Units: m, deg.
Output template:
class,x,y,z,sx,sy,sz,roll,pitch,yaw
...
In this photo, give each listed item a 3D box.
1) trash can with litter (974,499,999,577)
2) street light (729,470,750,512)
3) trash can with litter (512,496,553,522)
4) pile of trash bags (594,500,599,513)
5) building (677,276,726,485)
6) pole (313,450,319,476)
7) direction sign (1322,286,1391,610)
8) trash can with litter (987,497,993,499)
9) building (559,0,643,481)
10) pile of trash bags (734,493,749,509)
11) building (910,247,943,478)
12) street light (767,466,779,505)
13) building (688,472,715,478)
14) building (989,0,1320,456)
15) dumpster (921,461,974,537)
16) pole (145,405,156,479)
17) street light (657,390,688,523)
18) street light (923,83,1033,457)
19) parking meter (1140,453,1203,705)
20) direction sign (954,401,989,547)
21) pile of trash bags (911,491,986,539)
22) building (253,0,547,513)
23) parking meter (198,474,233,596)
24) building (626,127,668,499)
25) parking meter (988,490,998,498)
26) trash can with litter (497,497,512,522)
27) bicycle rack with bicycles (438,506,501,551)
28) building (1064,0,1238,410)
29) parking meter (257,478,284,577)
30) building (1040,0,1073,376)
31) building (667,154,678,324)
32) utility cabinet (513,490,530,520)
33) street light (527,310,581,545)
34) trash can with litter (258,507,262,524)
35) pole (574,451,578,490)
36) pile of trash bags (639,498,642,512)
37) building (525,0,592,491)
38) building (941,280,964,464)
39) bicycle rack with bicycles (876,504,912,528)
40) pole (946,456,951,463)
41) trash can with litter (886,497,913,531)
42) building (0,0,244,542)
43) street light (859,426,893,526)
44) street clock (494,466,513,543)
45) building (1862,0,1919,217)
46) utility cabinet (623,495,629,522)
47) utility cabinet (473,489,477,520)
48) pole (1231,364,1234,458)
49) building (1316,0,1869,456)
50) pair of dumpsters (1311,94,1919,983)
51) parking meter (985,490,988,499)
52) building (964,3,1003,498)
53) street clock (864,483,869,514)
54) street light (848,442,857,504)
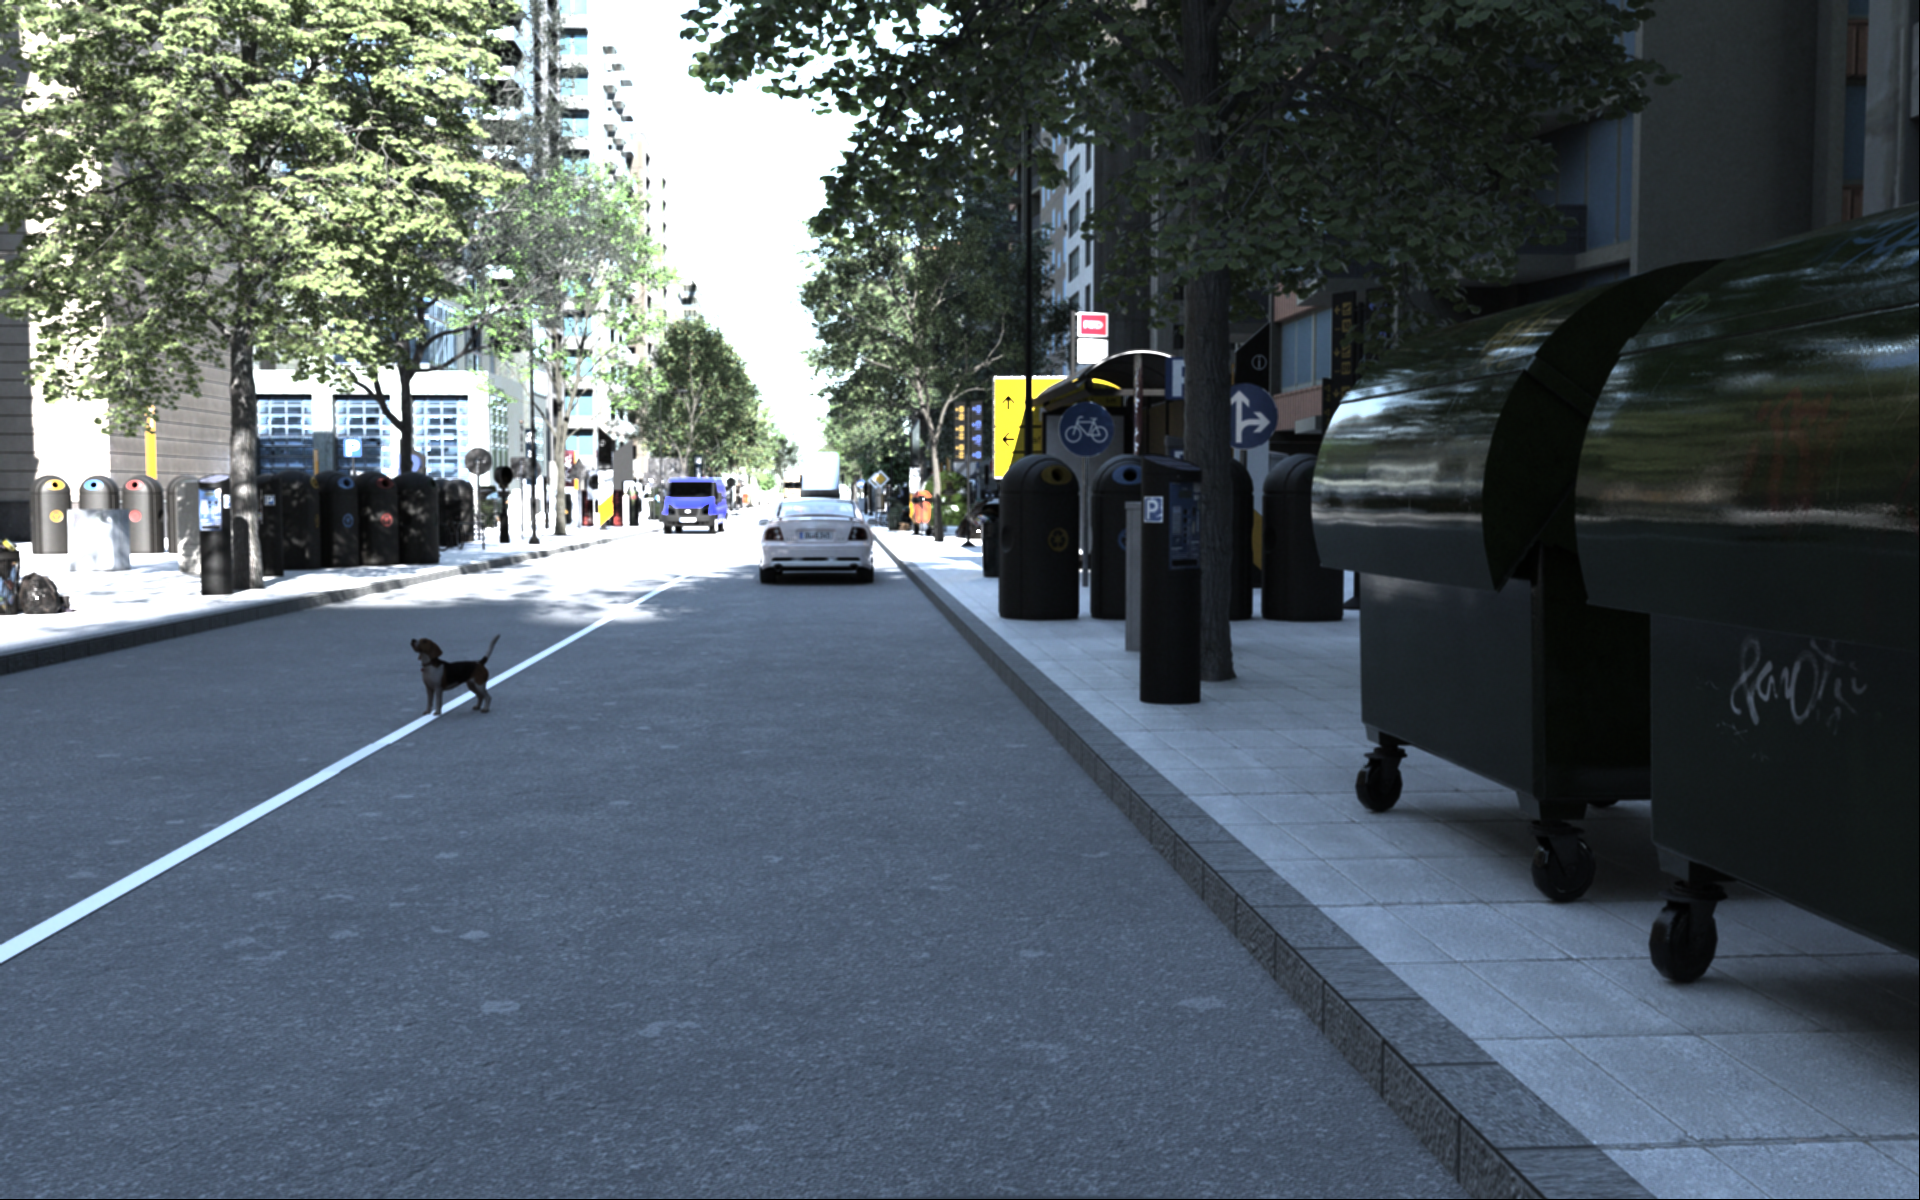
class,x,y,z,sx,sy,sz,roll,pitch,yaw
trash can with litter,0.542,-0.959,27.060,0.624,1.170,1.055,0,4,2
street light,-16.255,-9.450,127.049,1.470,5.913,1.316,0,4,-4
trash can with litter,-19.197,-4.166,79.169,2.233,1.210,1.678,1,4,23
pile of trash bags,-23.343,-6.437,114.997,1.912,1.369,3.447,-1,4,-19
building,-55.187,-36.271,284.909,32.217,40.220,23.993,0,4,-4
pole,-29.500,-5.232,79.390,0.158,3.312,0.155,0,3,0
direction sign,4.438,-1.668,19.272,0.379,3.537,0.876,-2,4,-31
trash can with litter,0.613,-2.786,56.931,1.055,1.170,0.624,2,4,29
building,-42.913,-33.363,165.085,23.786,49.044,30.456,0,4,-4
pile of trash bags,-19.373,-8.547,149.488,3.447,1.369,1.912,3,5,44
building,2.610,-39.373,298.366,22.147,44.769,28.867,0,4,-4
street light,-21.920,-14.108,203.204,1.470,5.913,1.316,0,4,-4
building,-51.025,-25.324,259.088,27.650,21.520,28.899,0,4,-4
building,13.686,-29.644,139.309,22.147,44.769,28.867,0,4,-4
dumpster,-0.402,-3.040,52.193,1.502,2.255,1.985,0,4,-4
pole,-18.609,-2.815,39.866,0.158,3.312,0.155,0,3,0
street light,-12.796,-6.403,77.228,1.470,5.913,1.316,0,4,-4
street light,0.241,-2.880,19.634,1.470,5.913,1.316,0,4,-4
parking meter,1.302,-0.139,10.691,0.372,1.533,0.369,0,3,0
direction sign,0.201,-3.075,42.273,0.876,3.537,0.379,3,5,40
pile of trash bags,0.321,-2.439,49.637,3.447,1.369,1.912,0,4,0
building,-37.061,-48.358,103.333,22.319,86.520,31.000,0,4,-4
parking meter,-9.458,-0.831,22.005,0.372,1.533,0.369,0,3,0
building,-39.870,-30.840,187.833,14.154,41.232,14.086,0,4,-4
parking meter,2.102,-5.796,103.168,0.372,1.533,0.369,0,3,0
trash can with litter,-21.247,-4.199,80.033,0.624,1.170,1.055,1,4,23
bicycle rack with bicycles,-12.271,-1.627,39.986,2.852,0.926,2.925,-3,4,-38
building,13.564,-19.807,95.543,14.107,30.474,14.160,0,4,-4
parking meter,-10.759,-1.137,26.996,0.372,1.533,0.369,0,3,0
building,12.794,-28.108,109.670,14.600,45.320,14.200,0,4,-4
building,-40.559,-31.714,202.120,14.154,41.232,14.086,0,4,-4
utility cabinet,-21.584,-4.718,85.816,0.318,1.500,1.173,3,5,40
street light,-10.258,-4.358,43.790,1.470,5.913,1.316,0,4,-4
trash can with litter,-12.893,-1.288,32.445,0.624,1.170,1.055,-2,4,-26
pole,-18.326,-5.430,82.616,0.158,3.312,0.155,0,3,0
pile of trash bags,-28.588,-8.520,149.048,1.912,1.369,3.447,0,4,3
building,-40.537,-42.760,137.380,20.563,71.187,20.611,0,4,-4
building,9.647,-35.516,272.566,32.217,40.220,23.993,0,4,-4
bicycle rack with bicycles,-1.948,-3.252,66.548,2.925,0.926,2.852,-1,4,-16
pole,-0.541,-5.408,82.263,0.158,3.312,0.155,0,3,0
trash can with litter,-2.081,-3.003,60.486,1.055,1.170,0.624,3,5,43
building,-35.121,-15.477,50.306,25.104,27.353,12.463,0,4,-4
street light,-3.301,-5.942,69.694,1.470,5.913,1.316,0,4,-4
street clock,-11.941,-2.494,45.348,0.358,2.002,0.471,2,4,26
building,23.220,-23.740,11.853,21.300,48.544,21.600,0,4,-4
utility cabinet,-15.079,-4.160,79.184,0.306,1.237,1.020,1,4,18
utility cabinet,-22.164,-4.313,79.202,0.318,1.500,1.173,0,4,7
pole,4.334,-2.037,27.152,0.158,3.312,0.155,0,3,0
building,18.324,-23.868,44.872,22.147,44.769,28.867,0,4,-4
pair of dumpsters,2.372,-0.152,4.973,1.574,2.255,4.437,0,4,-4
parking meter,1.808,-6.226,110.211,0.372,1.533,0.369,0,3,0
building,10.860,-39.009,179.793,21.231,58.520,28.212,0,4,-4
street clock,-5.906,-6.382,108.910,0.358,2.002,0.471,0,4,-1
street light,-5.835,-7.963,102.735,1.470,5.913,1.316,0,4,-4
